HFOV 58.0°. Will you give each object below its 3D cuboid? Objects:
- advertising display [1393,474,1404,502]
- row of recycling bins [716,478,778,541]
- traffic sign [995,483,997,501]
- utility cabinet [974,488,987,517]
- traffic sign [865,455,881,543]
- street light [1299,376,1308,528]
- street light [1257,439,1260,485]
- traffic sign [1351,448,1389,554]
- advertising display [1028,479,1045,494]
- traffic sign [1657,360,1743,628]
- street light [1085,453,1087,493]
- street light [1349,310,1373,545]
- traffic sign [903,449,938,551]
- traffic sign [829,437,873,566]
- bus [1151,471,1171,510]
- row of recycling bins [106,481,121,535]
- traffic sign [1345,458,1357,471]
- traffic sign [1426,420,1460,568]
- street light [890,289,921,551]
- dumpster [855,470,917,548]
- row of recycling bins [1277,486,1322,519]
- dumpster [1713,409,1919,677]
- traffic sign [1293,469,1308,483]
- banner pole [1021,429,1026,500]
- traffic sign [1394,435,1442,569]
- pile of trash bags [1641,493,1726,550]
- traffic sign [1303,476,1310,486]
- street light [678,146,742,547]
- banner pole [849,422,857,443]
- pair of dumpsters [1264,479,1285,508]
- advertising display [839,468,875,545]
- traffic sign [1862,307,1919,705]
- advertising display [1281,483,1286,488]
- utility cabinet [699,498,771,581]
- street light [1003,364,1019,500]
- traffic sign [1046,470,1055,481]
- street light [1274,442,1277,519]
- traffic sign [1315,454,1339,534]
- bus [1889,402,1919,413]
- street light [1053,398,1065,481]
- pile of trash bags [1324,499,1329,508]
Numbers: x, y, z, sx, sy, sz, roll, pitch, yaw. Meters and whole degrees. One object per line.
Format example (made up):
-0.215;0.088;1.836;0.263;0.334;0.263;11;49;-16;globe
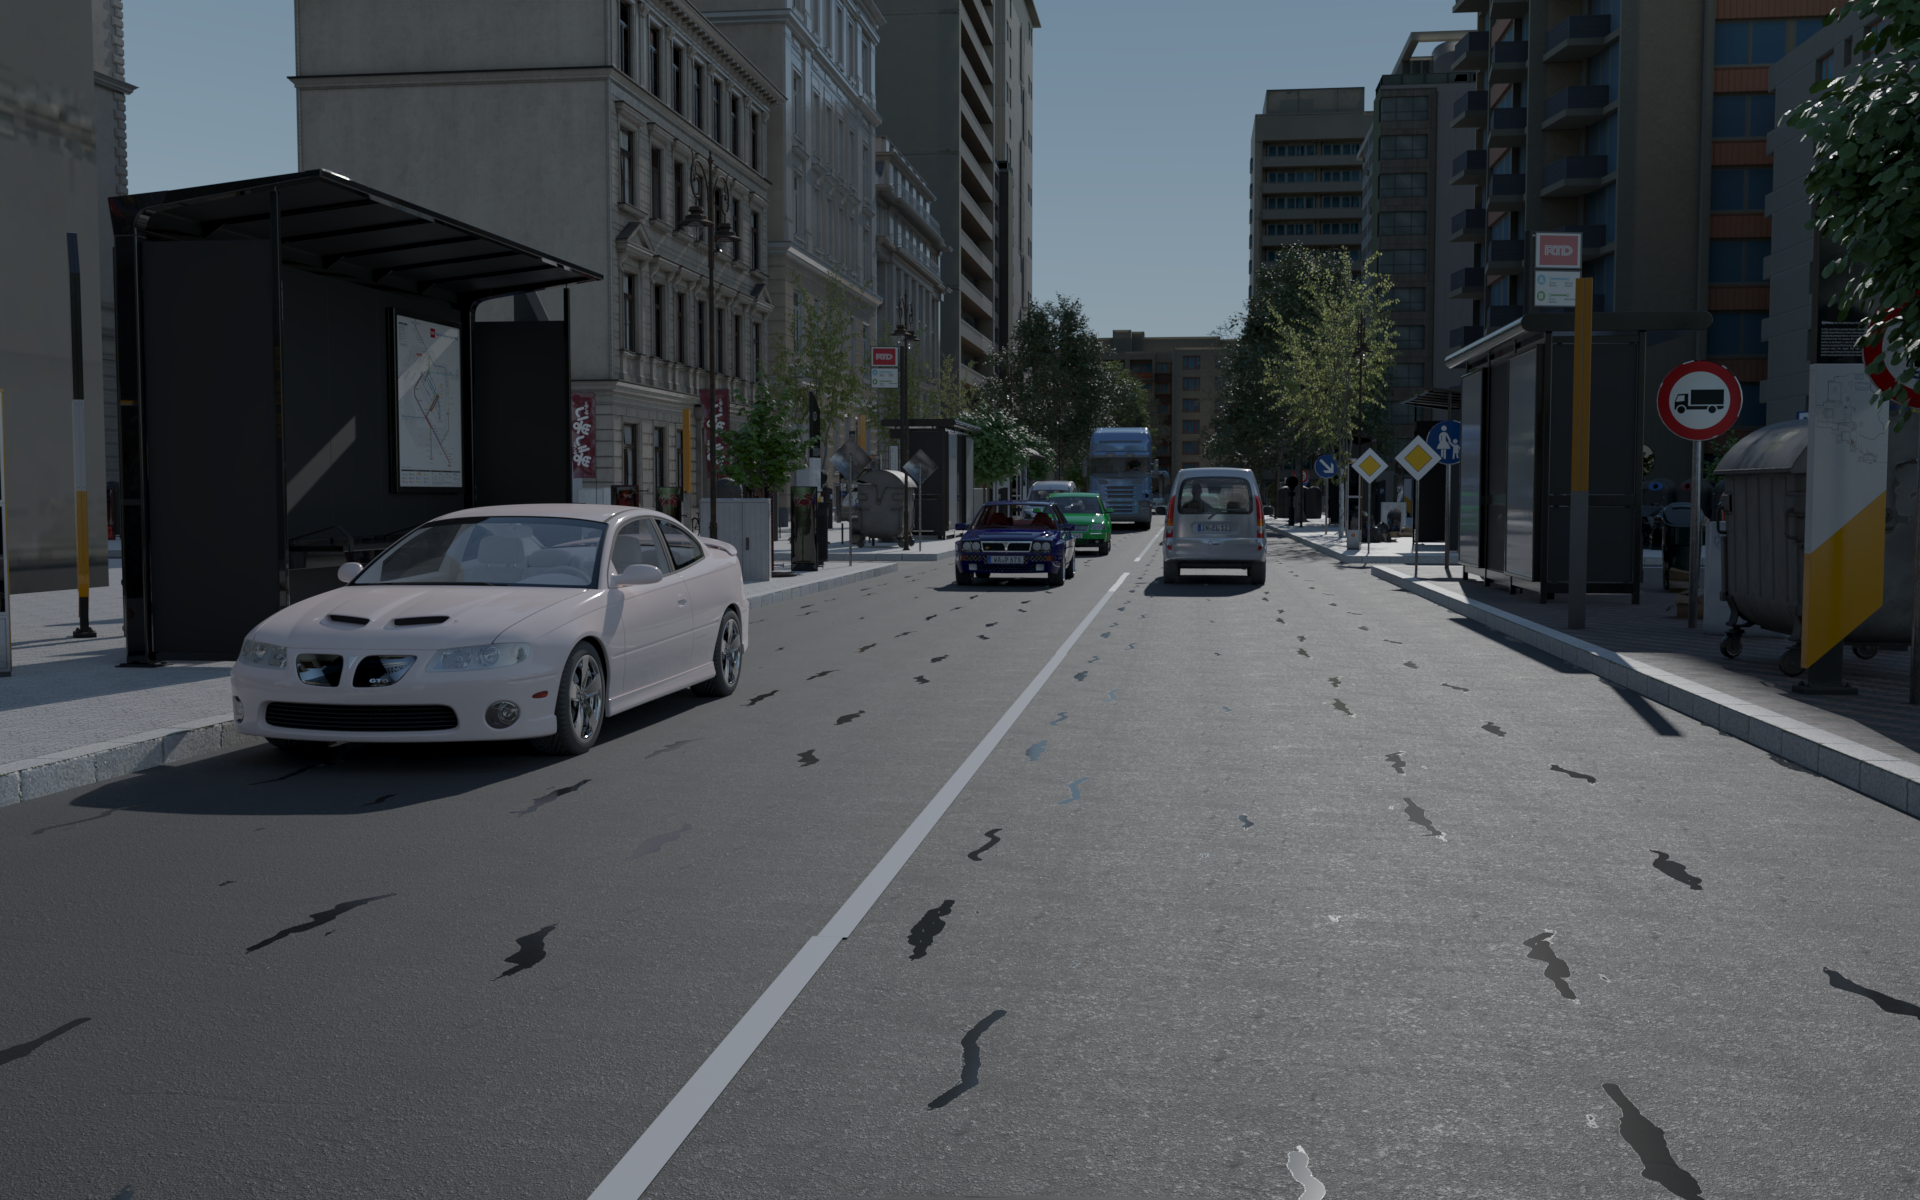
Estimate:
14.007;-3.065;55.323;0.123;1.923;0.974;2;4;27;advertising display
-5.648;-2.370;45.864;1.069;1.692;3.534;1;4;14;row of recycling bins
1.409;-4.146;67.787;0.884;2.594;0.081;1;4;15;traffic sign
0.422;-3.465;65.324;1.173;1.500;0.318;1;4;16;utility cabinet
-2.356;-2.626;45.070;0.606;2.300;0.079;1;4;8;traffic sign
13.098;-5.720;66.316;0.468;5.910;1.993;0;4;8;street light
19.014;-8.430;110.617;0.468;5.910;1.993;0;4;8;street light
8.818;-2.060;37.330;0.795;2.450;0.064;0;4;8;traffic sign
3.201;-4.278;75.159;0.974;1.923;0.123;-1;4;-13;advertising display
7.022;-1.004;16.526;0.768;2.556;0.104;1;4;11;traffic sign
7.703;-8.143;105.930;0.468;5.910;1.993;0;4;8;street light
10.110;-4.342;43.783;0.468;5.910;1.993;0;4;8;street light
-0.888;-2.141;38.640;0.795;2.450;0.064;0;4;8;traffic sign
-1.943;-1.656;30.724;0.795;2.450;0.064;0;4;8;traffic sign
14.677;-8.470;133.337;2.948;3.499;13.247;1;4;9;bus
-26.834;-2.956;55.442;1.069;1.692;3.534;0;4;4;row of recycling bins
14.045;-3.776;61.839;0.768;2.556;0.104;1;4;15;traffic sign
8.412;-1.819;29.850;0.768;2.556;0.104;1;4;9;traffic sign
-1.223;-4.066;39.268;0.468;5.910;1.993;0;4;8;street light
-1.791;-2.207;41.835;1.264;1.857;1.865;0;4;8;dumpster
18.092;-5.220;92.455;1.069;1.692;3.534;-1;4;-22;row of recycling bins
6.443;-0.426;12.727;1.264;1.857;1.865;0;4;7;dumpster
16.625;-5.168;84.607;0.768;2.556;0.104;1;4;17;traffic sign
2.439;-4.682;66.564;0.401;3.779;0.863;1;4;15;banner pole
7.763;-1.576;29.415;0.795;2.450;0.064;0;4;8;traffic sign
16.315;-1.848;39.975;3.447;1.369;1.912;1;4;17;pile of trash bags
20.699;-6.387;104.531;0.768;2.556;0.104;1;4;16;traffic sign
-3.359;-3.100;23.470;0.468;5.910;1.993;0;4;8;street light
-3.671;-4.295;60.243;0.401;3.779;0.863;-2;4;-30;banner pole
20.084;-6.545;109.503;1.574;2.255;4.437;0;4;8;pair of dumpsters
-2.597;-2.365;43.877;0.974;1.923;0.123;1;4;22;advertising display
5.851;-0.637;10.514;0.768;2.556;0.104;1;4;13;traffic sign
19.821;-6.071;104.467;0.974;1.923;0.123;3;5;41;advertising display
-3.314;-0.882;25.578;1.020;1.237;0.306;0;4;0;utility cabinet
1.822;-5.446;61.826;0.468;5.910;1.993;0;4;8;street light
4.327;-5.265;86.180;0.768;2.556;0.104;1;4;15;traffic sign
16.139;-7.068;88.355;0.468;5.910;1.993;0;4;8;street light
11.769;-3.394;55.598;0.768;2.556;0.104;1;4;16;traffic sign
23.206;-2.442;31.476;12.252;3.916;2.896;0;4;6;bus
4.811;-6.794;83.872;0.468;5.910;1.993;0;4;8;street light
20.652;-5.134;93.692;1.912;1.369;3.447;0;4;1;pile of trash bags
